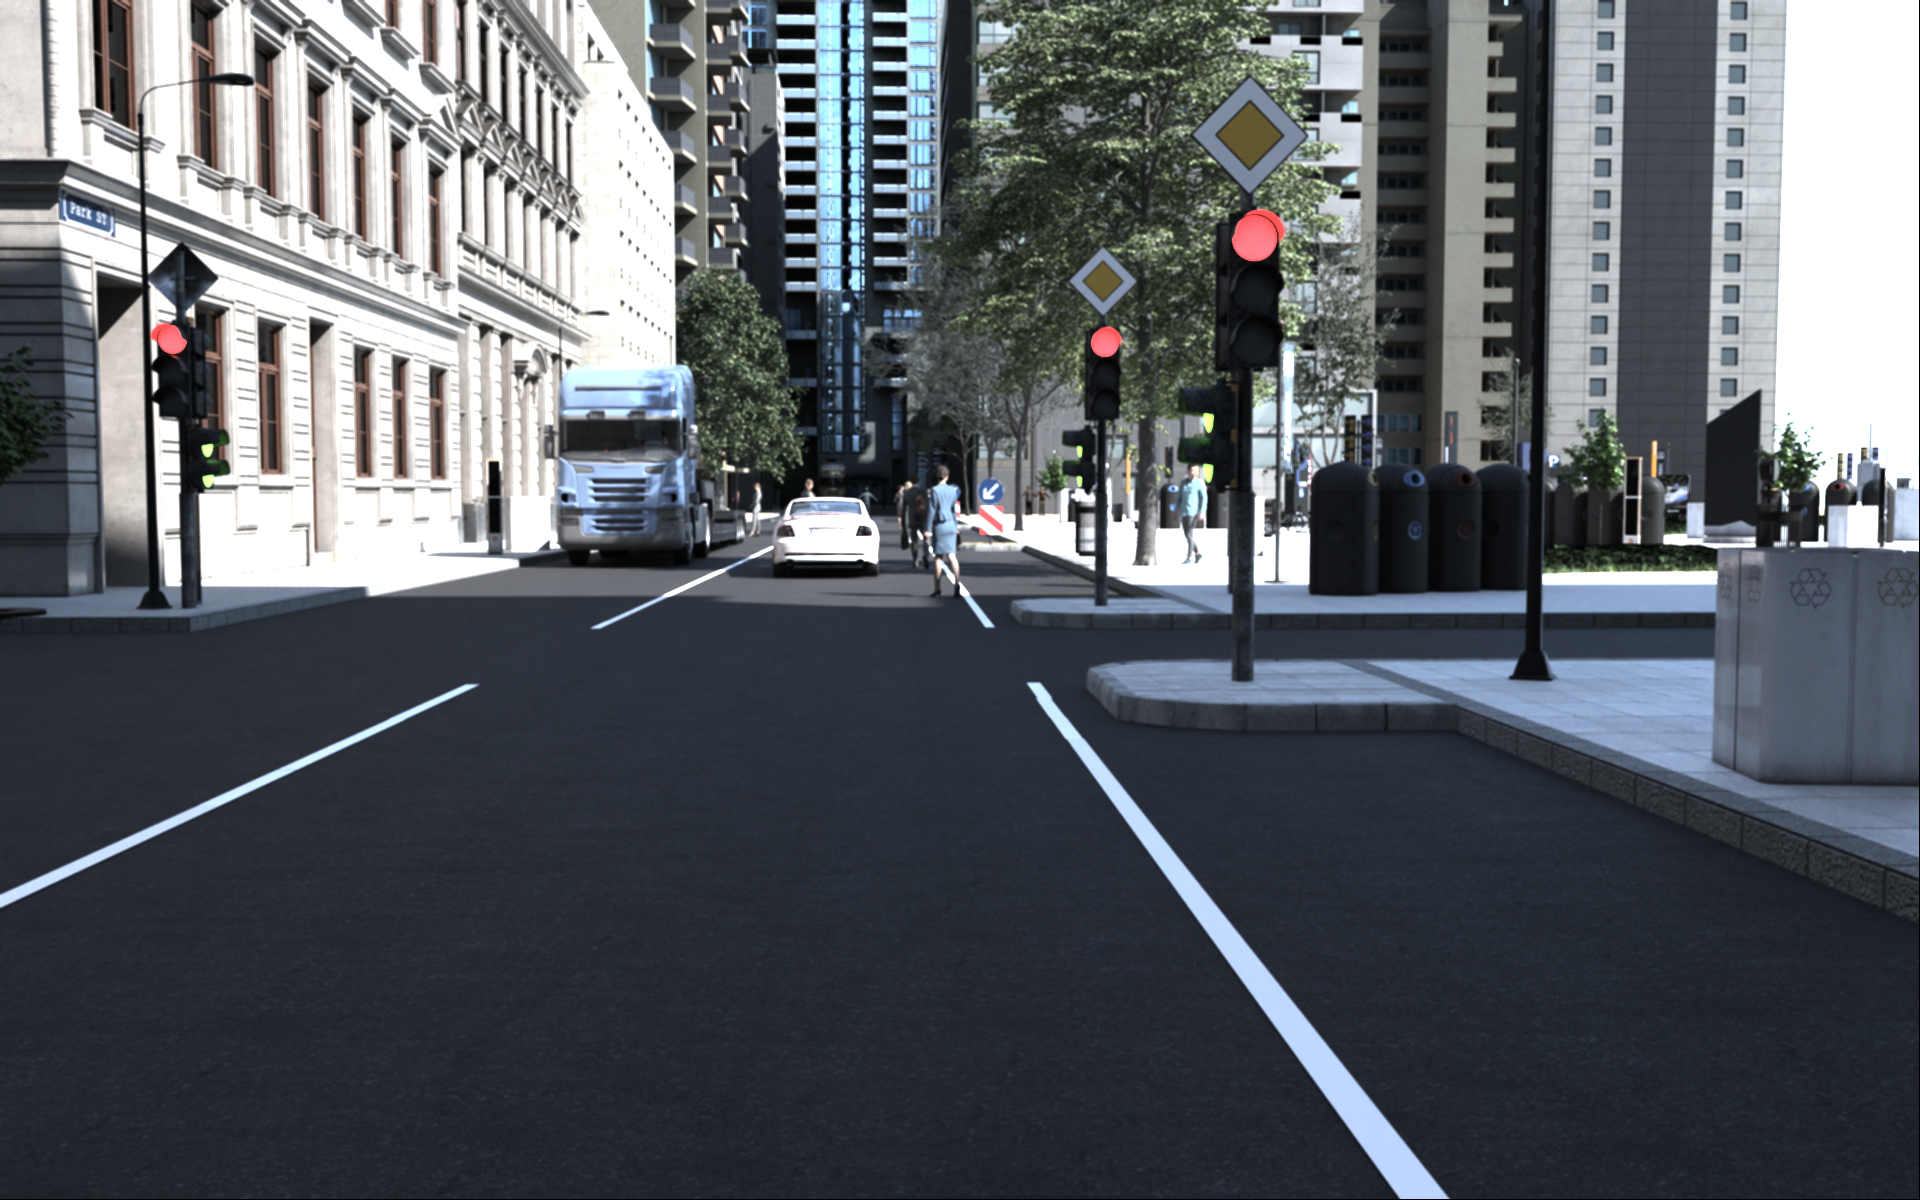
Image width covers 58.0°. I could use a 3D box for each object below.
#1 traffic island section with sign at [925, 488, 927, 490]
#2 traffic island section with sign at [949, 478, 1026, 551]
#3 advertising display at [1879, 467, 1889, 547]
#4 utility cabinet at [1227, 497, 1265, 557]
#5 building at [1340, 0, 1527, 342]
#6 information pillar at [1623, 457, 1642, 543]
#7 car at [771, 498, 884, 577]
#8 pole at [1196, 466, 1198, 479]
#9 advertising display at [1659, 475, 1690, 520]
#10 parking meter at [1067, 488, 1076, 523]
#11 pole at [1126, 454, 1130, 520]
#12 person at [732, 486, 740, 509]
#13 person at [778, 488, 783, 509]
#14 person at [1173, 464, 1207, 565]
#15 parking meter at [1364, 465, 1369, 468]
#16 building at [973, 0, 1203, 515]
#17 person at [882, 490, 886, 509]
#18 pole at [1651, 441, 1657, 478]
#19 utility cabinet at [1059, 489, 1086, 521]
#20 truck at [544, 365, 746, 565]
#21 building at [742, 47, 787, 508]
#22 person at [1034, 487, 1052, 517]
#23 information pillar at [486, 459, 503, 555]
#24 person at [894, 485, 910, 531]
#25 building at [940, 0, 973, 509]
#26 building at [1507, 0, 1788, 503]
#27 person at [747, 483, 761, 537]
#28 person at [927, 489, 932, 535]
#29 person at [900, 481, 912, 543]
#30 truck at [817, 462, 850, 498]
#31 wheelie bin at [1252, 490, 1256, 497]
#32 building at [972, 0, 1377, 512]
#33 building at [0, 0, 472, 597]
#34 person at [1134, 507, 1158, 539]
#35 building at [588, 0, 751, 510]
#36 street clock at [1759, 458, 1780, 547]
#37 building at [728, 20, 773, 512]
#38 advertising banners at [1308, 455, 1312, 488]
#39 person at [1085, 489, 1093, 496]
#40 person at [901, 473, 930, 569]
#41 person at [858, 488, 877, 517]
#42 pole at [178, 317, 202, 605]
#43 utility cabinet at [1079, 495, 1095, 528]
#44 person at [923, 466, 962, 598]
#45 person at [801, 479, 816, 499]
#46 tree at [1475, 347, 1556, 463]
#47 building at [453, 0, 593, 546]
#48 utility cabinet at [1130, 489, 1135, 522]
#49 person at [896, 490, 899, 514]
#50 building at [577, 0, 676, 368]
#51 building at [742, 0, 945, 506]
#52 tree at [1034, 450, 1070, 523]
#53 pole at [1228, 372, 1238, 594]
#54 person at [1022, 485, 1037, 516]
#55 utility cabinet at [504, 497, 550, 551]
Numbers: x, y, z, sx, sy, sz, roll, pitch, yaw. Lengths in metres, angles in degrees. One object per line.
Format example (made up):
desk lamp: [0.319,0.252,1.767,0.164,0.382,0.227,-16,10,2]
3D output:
traffic island section with sign: [-0.457,-3.840,71.414,1.989,1.847,2.006,0,4,-2]
traffic island section with sign: [0.641,-2.193,44.481,1.989,1.847,2.006,0,4,-2]
advertising display: [22.350,-2.245,41.917,0.123,1.923,0.974,2,4,32]
utility cabinet: [5.910,-1.515,35.926,0.306,1.237,1.020,-1,4,-23]
building: [40.107,-32.823,160.357,21.600,48.544,21.300,0,4,-2]
information pillar: [13.483,-1.850,34.734,0.304,2.012,0.304,2,4,26]
car: [-2.419,-1.172,31.517,2.083,1.381,4.827,0,4,-4]
pole: [11.224,-5.414,82.356,0.158,3.312,0.155,0,3,0]
advertising display: [23.988,-3.242,58.213,0.974,1.923,0.123,2,4,31]
parking meter: [5.010,-4.241,77.753,0.372,1.533,0.369,0,3,0]
pole: [8.456,-5.712,87.240,0.158,3.312,0.155,0,3,0]
person: [-12.627,-5.540,97.301,0.721,1.739,1.217,-1,4,-20]
person: [-15.052,-8.537,145.767,0.705,1.807,1.348,0,4,6]
person: [4.224,-1.553,31.295,0.748,1.841,0.638,-3,4,-37]
parking meter: [7.926,-1.759,34.469,0.399,1.863,0.255,1,4,15]
building: [7.789,-26.264,113.010,14.154,41.232,14.086,0,4,-2]
person: [-7.349,-9.695,167.028,0.705,1.821,1.348,0,4,-6]
pole: [26.708,-4.458,66.738,0.158,3.312,0.155,0,3,0]
utility cabinet: [5.176,-4.398,80.586,1.173,1.500,0.318,-2,4,-28]
truck: [-7.054,-3.194,41.981,2.967,4.110,18.799,0,4,-3]
building: [-23.411,-29.234,161.578,14.086,41.232,14.154,0,4,-2]
person: [4.636,-5.519,96.805,1.217,1.766,0.721,-2,4,-35]
information pillar: [-9.879,-1.975,36.783,0.304,2.012,0.304,-1,4,-13]
person: [-2.229,-3.564,67.113,0.599,1.781,0.374,2,4,31]
building: [9.161,-32.697,158.291,21.300,48.544,21.600,0,4,-2]
building: [61.200,-44.168,160.397,20.611,71.187,20.563,0,4,-2]
person: [-6.879,-2.994,57.727,0.573,1.790,0.520,-1,4,-21]
person: [-1.092,-3.043,60.066,0.589,1.601,0.330,1,4,10]
person: [-1.486,-2.594,51.099,0.709,1.800,0.728,-2,4,-30]
truck: [-11.239,-10.099,154.024,2.839,4.237,11.283,0,4,-4]
wheelie bin: [11.717,-3.854,70.915,0.693,1.594,0.980,-2,4,-25]
building: [14.903,-33.311,133.874,28.713,52.752,27.495,0,4,-2]
building: [-16.435,-11.878,30.369,11.583,22.565,21.152,0,4,-2]
person: [5.281,-2.618,49.202,0.624,1.780,0.694,3,4,38]
building: [-24.804,-27.735,108.097,22.147,44.769,28.867,0,4,-2]
street clock: [16.294,-1.855,34.894,0.471,2.002,0.358,-3,5,-42]
building: [-25.051,-42.438,132.113,20.563,71.187,20.611,0,4,-2]
advertising banners: [16.313,-5.051,78.777,2.074,3.025,0.090,-3,5,-40]
person: [5.169,-3.943,70.787,0.573,1.790,0.520,-2,4,-34]
person: [-0.838,-1.532,33.510,0.622,1.834,0.822,0,4,-3]
person: [-5.602,-5.826,103.842,1.350,1.814,0.705,0,4,1]
pole: [-8.932,-1.603,20.060,0.158,3.312,0.155,0,3,0]
utility cabinet: [5.049,-3.351,65.942,1.020,1.237,0.306,0,4,-8]
person: [-0.224,-0.943,23.946,0.581,1.822,0.654,-1,4,-22]
person: [-3.529,-2.002,41.504,0.520,1.790,0.573,3,5,42]
tree: [27.770,-8.300,86.075,4.360,8.622,3.978,0,3,0]
building: [-17.632,-13.574,50.818,11.050,23.489,19.941,0,4,-2]
utility cabinet: [7.863,-4.220,77.669,0.318,1.500,1.173,1,4,17]
person: [-4.502,-6.967,123.124,0.721,1.735,1.217,0,4,1]
building: [-17.663,-13.122,69.304,10.420,20.320,16.860,0,4,-2]
building: [-14.381,-53.550,188.215,31.000,86.520,22.319,0,4,-2]
tree: [4.058,-4.981,76.048,1.663,3.219,1.824,0,3,0]
pole: [3.538,-1.736,22.230,0.158,3.312,0.155,0,3,0]
person: [4.043,-5.893,102.530,1.348,1.807,0.705,-2,4,-33]
utility cabinet: [-9.801,-1.716,39.223,0.306,1.237,1.020,3,5,44]
